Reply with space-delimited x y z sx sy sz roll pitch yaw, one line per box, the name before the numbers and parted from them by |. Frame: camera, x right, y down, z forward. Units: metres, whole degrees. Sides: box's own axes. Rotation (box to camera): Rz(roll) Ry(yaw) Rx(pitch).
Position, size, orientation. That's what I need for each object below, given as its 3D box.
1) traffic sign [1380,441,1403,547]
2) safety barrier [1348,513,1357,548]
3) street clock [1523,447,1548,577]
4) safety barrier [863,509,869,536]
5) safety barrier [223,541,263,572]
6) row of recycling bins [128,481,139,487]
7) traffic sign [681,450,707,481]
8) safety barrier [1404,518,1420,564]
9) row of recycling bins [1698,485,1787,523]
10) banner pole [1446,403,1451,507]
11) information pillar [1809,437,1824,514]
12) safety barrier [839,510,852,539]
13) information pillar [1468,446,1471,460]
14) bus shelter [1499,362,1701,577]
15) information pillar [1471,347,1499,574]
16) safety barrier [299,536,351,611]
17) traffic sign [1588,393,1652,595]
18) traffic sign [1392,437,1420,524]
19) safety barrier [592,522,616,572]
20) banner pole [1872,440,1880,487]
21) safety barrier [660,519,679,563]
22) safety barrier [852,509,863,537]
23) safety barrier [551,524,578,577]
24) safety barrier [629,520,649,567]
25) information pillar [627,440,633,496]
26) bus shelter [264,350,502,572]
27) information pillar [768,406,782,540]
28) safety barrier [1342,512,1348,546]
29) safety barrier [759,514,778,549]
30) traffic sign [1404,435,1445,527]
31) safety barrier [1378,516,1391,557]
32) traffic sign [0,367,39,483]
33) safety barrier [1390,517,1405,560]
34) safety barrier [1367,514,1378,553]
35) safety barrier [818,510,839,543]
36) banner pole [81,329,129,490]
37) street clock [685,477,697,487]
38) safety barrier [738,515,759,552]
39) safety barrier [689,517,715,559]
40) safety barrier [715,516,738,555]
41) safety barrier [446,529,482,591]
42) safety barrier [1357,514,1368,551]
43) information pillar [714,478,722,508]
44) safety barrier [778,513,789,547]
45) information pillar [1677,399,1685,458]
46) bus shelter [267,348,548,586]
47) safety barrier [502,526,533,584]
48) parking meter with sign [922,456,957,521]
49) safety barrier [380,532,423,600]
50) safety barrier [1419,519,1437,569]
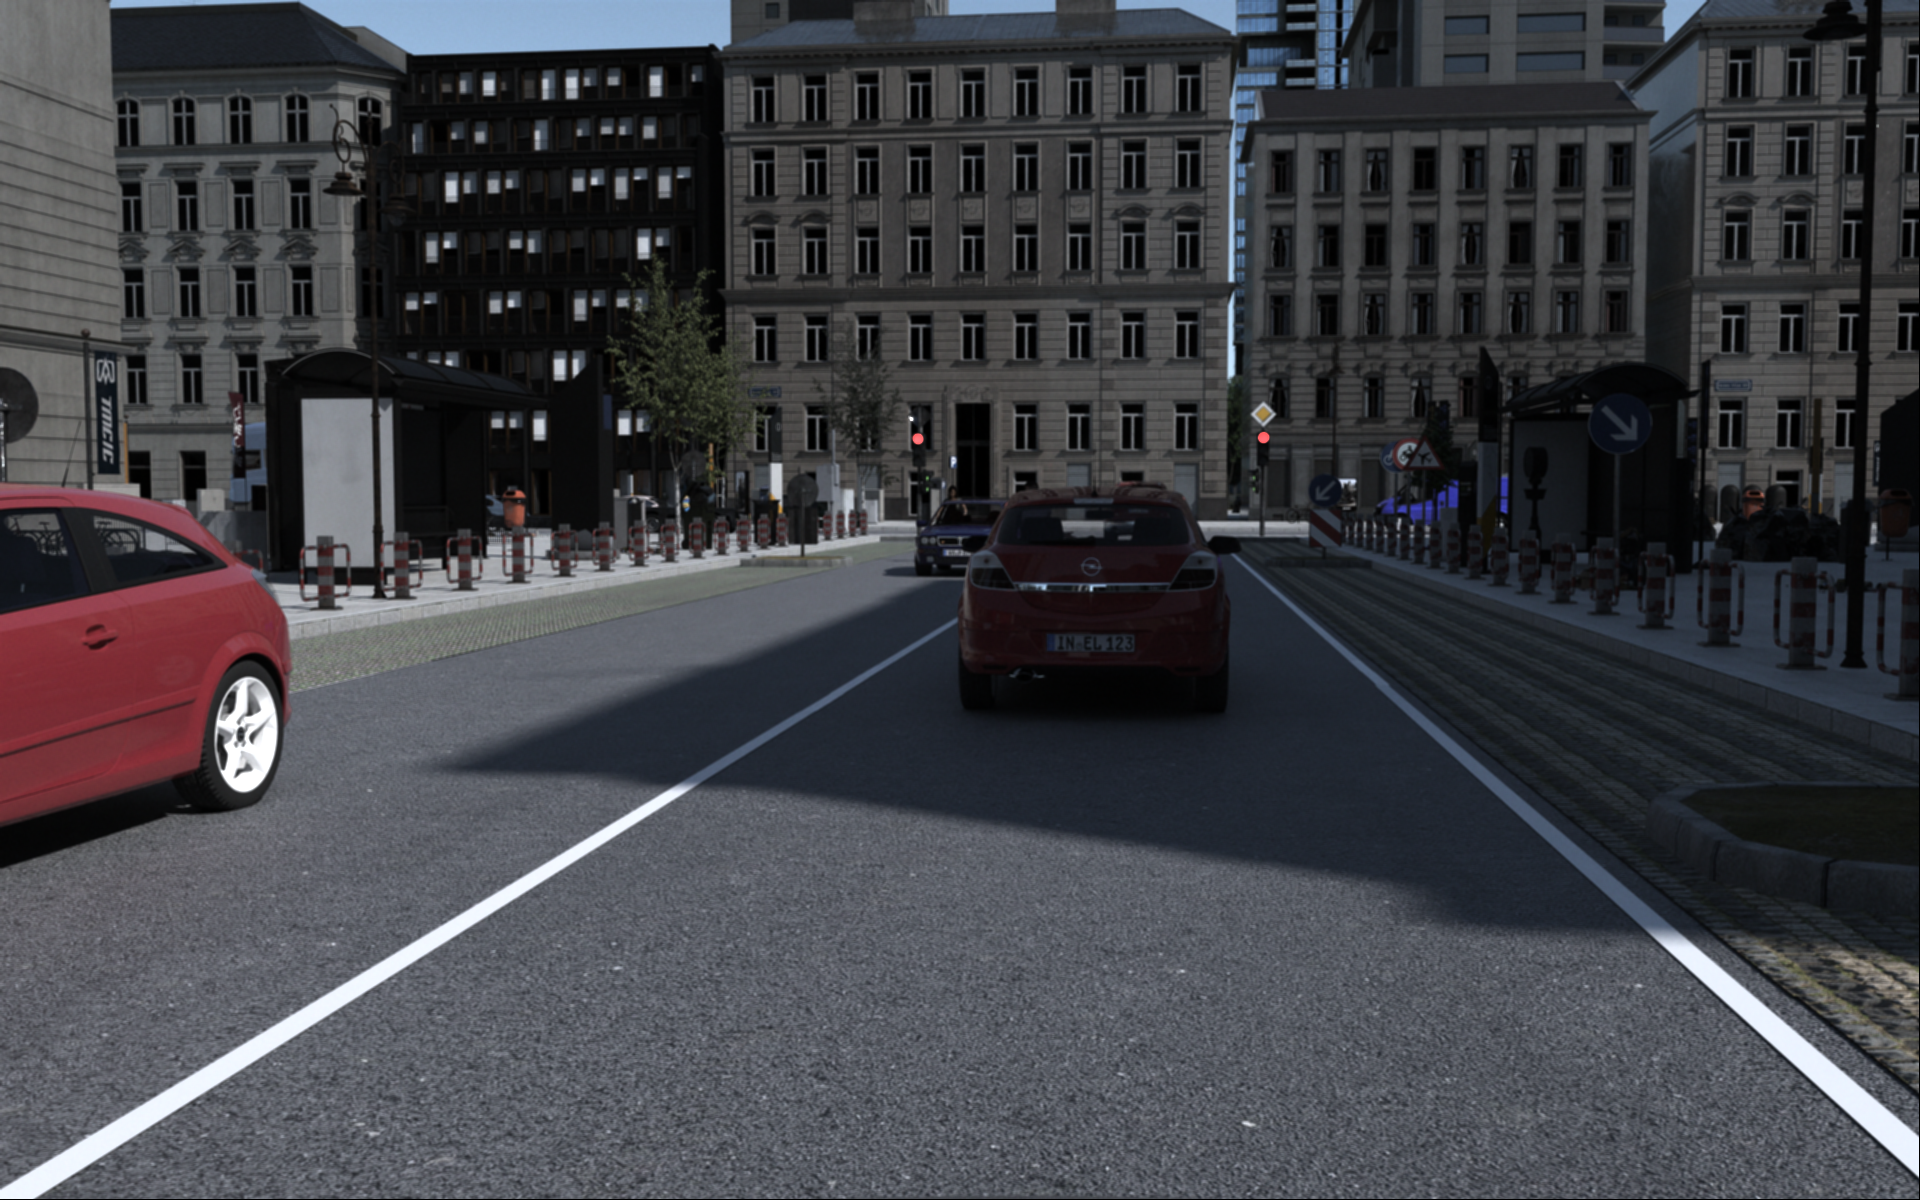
traffic sign | 10.532 -2.553 41.841 0.768 2.556 0.104 1 4 14
safety barrier | 9.538 -1.652 41.291 0.300 0.817 1.120 0 4 7
street clock | 8.858 -1.353 26.695 0.358 2.002 0.471 0 4 0
safety barrier | -2.977 -2.399 53.499 0.300 0.817 1.120 0 4 7
safety barrier | -7.234 -0.181 17.241 0.300 0.817 1.120 0 4 7
row of recycling bins | -25.445 -2.742 51.946 1.069 1.692 3.534 0 4 -8
traffic sign | -7.752 -3.078 50.432 0.768 2.556 0.104 1 4 10
safety barrier | 8.417 -1.069 31.751 0.300 0.817 1.120 0 4 7
row of recycling bins | 34.230 -4.203 75.836 3.534 1.692 1.069 2 4 24
banner pole | 13.323 -3.536 47.833 0.401 3.779 0.863 -1 4 -20
information pillar | 35.144 -4.877 71.089 0.504 3.616 0.183 2 4 32
safety barrier | -3.423 -2.165 49.678 0.300 0.817 1.120 0 4 7
information pillar | 21.918 -5.063 74.137 0.504 3.616 0.183 -2 4 -33
bus shelter | 10.589 -2.163 29.287 2.014 3.302 5.546 0 4 7
information pillar | 8.455 -2.227 27.769 0.504 3.616 0.183 -3 5 -43
safety barrier | -7.009 -0.298 19.145 0.300 0.817 1.120 0 4 7
traffic sign | 8.355 -1.339 22.003 0.768 2.556 0.104 1 4 10
traffic sign | 10.116 -2.381 39.032 0.768 2.556 0.104 1 4 13
safety barrier | -5.890 -0.881 28.685 0.300 0.817 1.120 0 4 7
banner pole | 37.774 -4.944 70.848 0.863 3.779 0.401 1 4 15
safety barrier | -5.444 -1.115 32.507 0.300 0.817 1.120 0 4 7
safety barrier | -3.200 -2.283 51.595 0.300 0.817 1.120 0 4 7
safety barrier | -6.111 -0.765 26.778 0.300 0.817 1.120 0 4 7
safety barrier | -5.665 -0.998 30.588 0.300 0.817 1.120 0 4 7
information pillar | -14.270 -5.112 74.935 0.183 3.616 0.504 -2 4 -28
bus shelter | -10.247 -2.452 31.375 1.731 3.624 6.357 0 4 7
information pillar | -4.905 -3.351 46.137 0.183 3.616 0.504 2 4 33
safety barrier | 9.761 -1.769 43.200 0.300 0.817 1.120 0 4 7
safety barrier | -4.544 -1.583 40.153 0.300 0.817 1.120 0 4 7
traffic sign | 10.185 -2.325 38.014 0.884 2.594 0.081 1 4 16
safety barrier | 8.864 -1.302 35.559 0.300 0.817 1.120 0 4 7
traffic sign | -9.617 -1.058 17.410 0.768 2.556 0.104 0 4 8
safety barrier | 8.644 -1.185 33.654 0.300 0.817 1.120 0 4 7
safety barrier | 9.089 -1.419 37.475 0.300 0.817 1.120 0 4 7
safety barrier | -3.648 -2.049 47.775 0.300 0.817 1.120 0 4 7
banner pole | -13.184 -2.236 26.570 0.401 3.779 0.863 1 4 16
street clock | -11.126 -4.108 71.744 0.471 2.002 0.358 -3 5 -42
safety barrier | -4.770 -1.466 38.240 0.300 0.817 1.120 0 4 7
safety barrier | -5.217 -1.232 34.411 0.300 0.817 1.120 0 4 7
safety barrier | -4.995 -1.348 36.315 0.300 0.817 1.120 0 4 7
safety barrier | -6.563 -0.531 22.956 0.300 0.817 1.120 0 4 7
safety barrier | 9.317 -1.536 39.387 0.300 0.817 1.120 0 4 7
information pillar | -11.097 -4.594 79.600 0.304 2.012 0.304 -3 4 -38
safety barrier | -4.321 -1.700 42.064 0.300 0.817 1.120 0 4 7
information pillar | 15.751 -2.858 38.090 0.504 3.616 0.183 -3 5 -41
bus shelter | -8.302 -2.008 26.758 2.014 3.302 5.546 0 4 7
safety barrier | -6.340 -0.647 24.859 0.300 0.817 1.120 0 4 7
parking meter with sign | -1.022 -5.145 80.388 1.738 3.016 0.543 2 4 33
safety barrier | -6.786 -0.414 21.052 0.300 0.817 1.120 0 4 7
safety barrier | 8.195 -0.952 29.847 0.300 0.817 1.120 0 4 7
